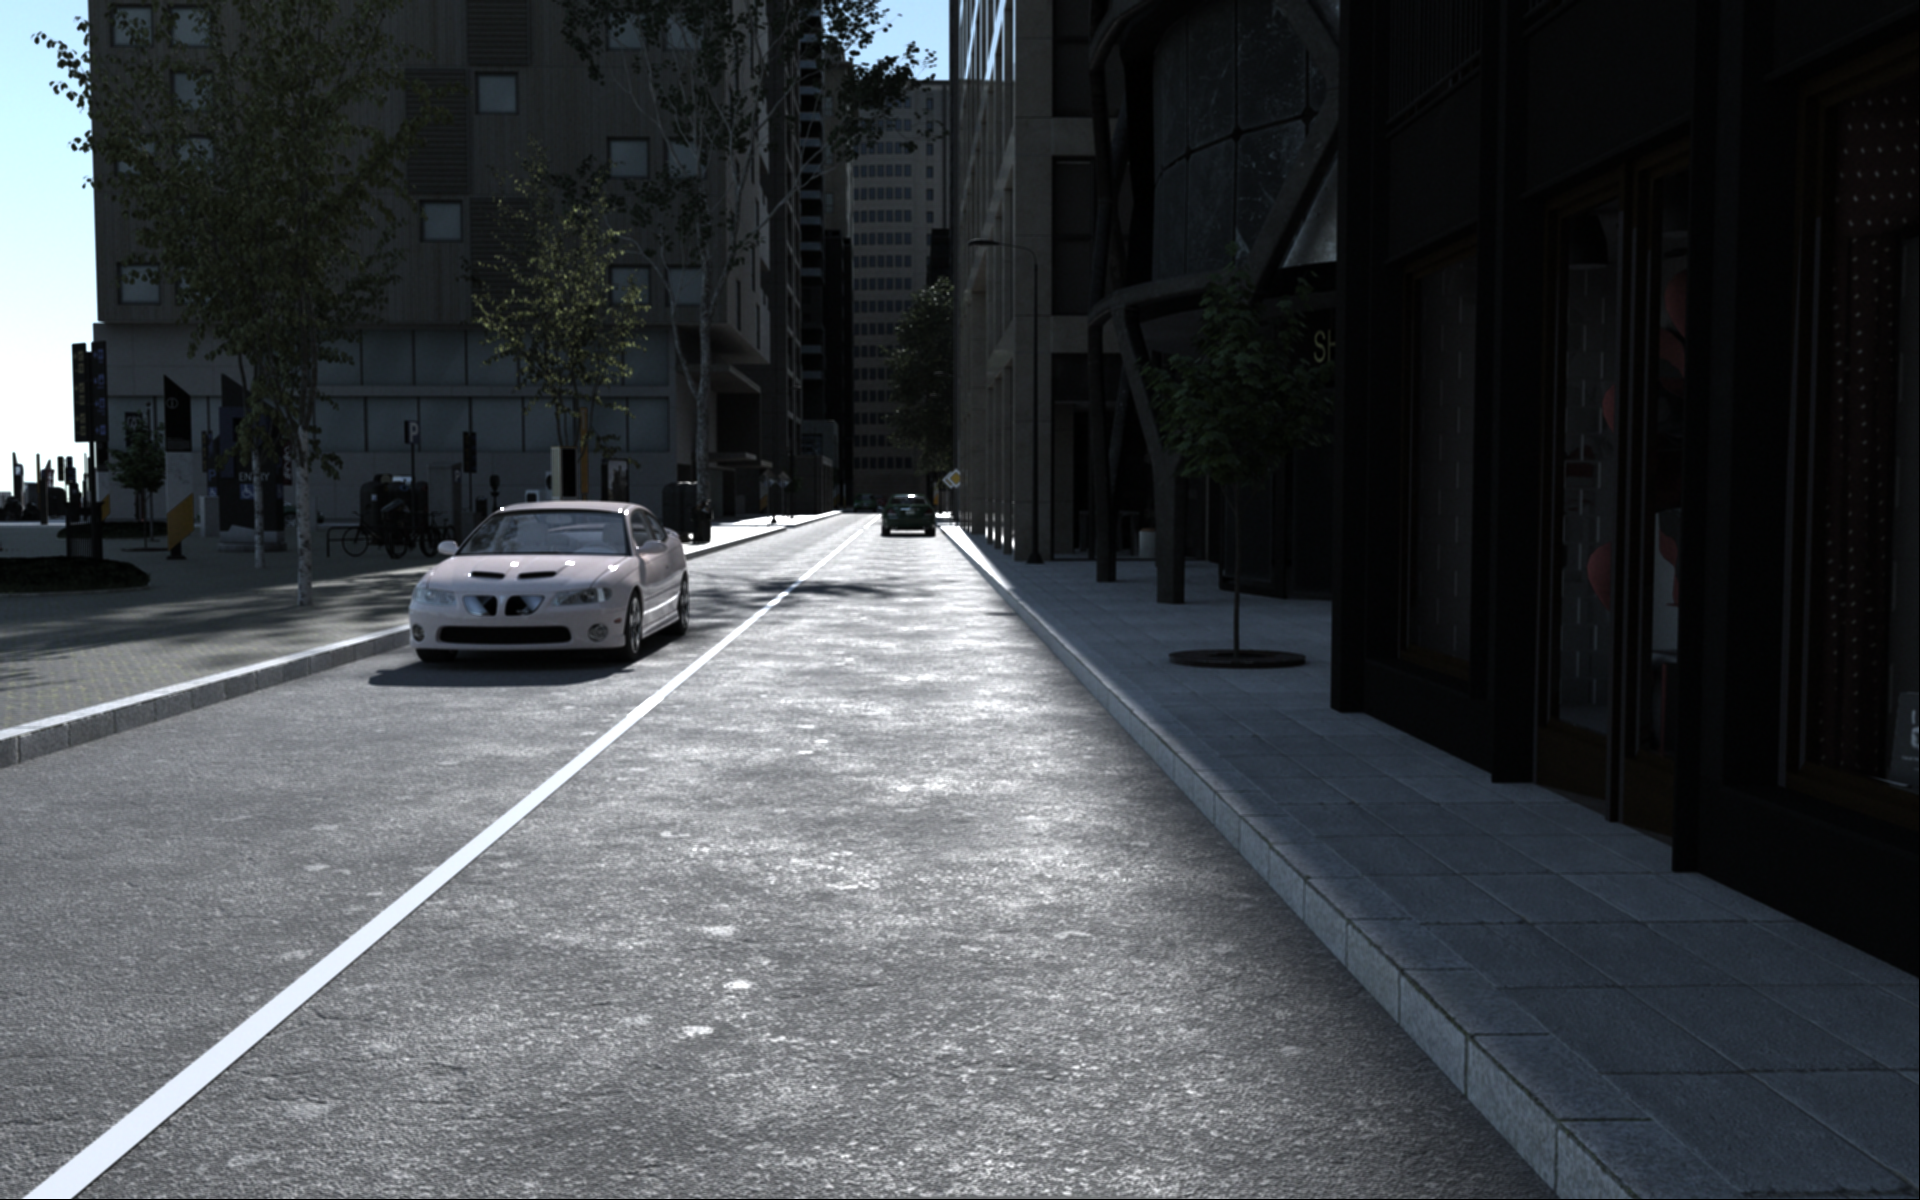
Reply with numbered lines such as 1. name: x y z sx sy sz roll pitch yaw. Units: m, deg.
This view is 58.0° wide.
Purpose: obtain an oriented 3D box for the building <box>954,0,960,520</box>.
1. building: 14.038 -33.046 82.307 28.212 58.520 21.231 0 4 -2

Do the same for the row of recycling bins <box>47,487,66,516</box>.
1. row of recycling bins: -53.109 -5.781 101.638 1.069 1.692 3.534 -1 4 -20

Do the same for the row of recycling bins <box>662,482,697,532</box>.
1. row of recycling bins: -9.575 -3.251 60.265 1.069 1.692 3.534 -2 4 -25

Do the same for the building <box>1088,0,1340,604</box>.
1. building: 10.128 -9.578 24.050 16.820 18.784 16.811 0 4 -2

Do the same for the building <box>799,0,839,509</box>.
1. building: -22.584 -52.012 163.068 22.319 86.520 31.000 0 4 -2

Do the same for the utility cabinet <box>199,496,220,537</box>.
1. utility cabinet: -22.373 -2.511 52.223 0.306 1.237 1.020 2 4 33

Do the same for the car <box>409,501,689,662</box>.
1. car: -3.709 -0.241 16.305 2.083 1.381 4.827 0 4 0

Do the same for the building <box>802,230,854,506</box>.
1. building: -18.835 -25.426 187.417 14.160 30.474 14.107 0 4 -2

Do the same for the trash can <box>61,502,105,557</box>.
1. trash can: -16.340 -1.263 32.311 0.748 1.137 0.748 0 3 0

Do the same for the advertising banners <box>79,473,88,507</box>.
1. advertising banners: -74.055 -9.139 145.615 0.090 3.025 2.074 1 4 19

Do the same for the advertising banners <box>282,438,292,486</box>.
1. advertising banners: -21.456 -3.521 53.754 0.090 3.025 2.074 2 4 27

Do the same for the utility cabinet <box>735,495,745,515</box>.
1. utility cabinet: -13.694 -5.805 106.071 1.020 1.237 0.306 0 4 -6

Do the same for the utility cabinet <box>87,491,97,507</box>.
1. utility cabinet: -62.148 -7.052 123.984 0.318 1.500 1.173 -1 4 -11

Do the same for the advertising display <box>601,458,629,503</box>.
1. advertising display: -6.199 -1.588 31.176 0.123 1.923 0.974 1 4 12

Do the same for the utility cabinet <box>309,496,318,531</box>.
1. utility cabinet: -22.700 -3.031 60.719 0.306 1.237 1.020 -1 4 -19

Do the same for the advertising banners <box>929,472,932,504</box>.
1. advertising banners: -2.336 -8.615 137.048 0.090 3.025 2.074 0 4 -5

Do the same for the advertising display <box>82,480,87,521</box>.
1. advertising display: -41.751 -4.736 82.645 0.123 1.923 0.974 -2 4 -24

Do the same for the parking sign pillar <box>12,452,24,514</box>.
1. parking sign pillar: -60.654 -7.530 111.580 1.447 3.967 1.447 -1 4 -21

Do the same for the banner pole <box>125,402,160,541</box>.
1. banner pole: -22.113 -3.472 46.790 0.401 3.779 0.863 3 5 41

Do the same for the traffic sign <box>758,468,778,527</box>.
1. traffic sign: -7.391 -3.860 66.761 0.795 2.450 0.064 0 4 -2

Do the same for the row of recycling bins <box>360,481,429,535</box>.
1. row of recycling bins: -17.797 -2.992 56.035 1.069 1.692 3.534 3 4 37

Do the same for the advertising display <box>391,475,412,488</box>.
1. advertising display: -18.940 -3.287 58.960 0.974 1.923 0.123 2 4 26

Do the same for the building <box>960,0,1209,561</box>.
1. building: 10.107 -14.986 49.543 19.350 26.468 34.151 0 4 -2

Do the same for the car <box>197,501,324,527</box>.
1. car: -28.544 -3.608 70.794 4.920 1.459 2.131 0 4 -3

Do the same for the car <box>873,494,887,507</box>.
1. car: -8.177 -9.713 167.847 2.155 1.783 4.494 0 4 -4

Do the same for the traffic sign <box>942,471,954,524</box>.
1. traffic sign: -0.397 -4.361 74.945 0.795 2.450 0.064 0 4 -2

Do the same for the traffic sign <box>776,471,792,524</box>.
1. traffic sign: -7.638 -4.349 74.742 0.795 2.450 0.064 0 4 -2

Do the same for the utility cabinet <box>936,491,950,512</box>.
1. utility cabinet: -1.314 -7.071 124.292 1.173 1.500 0.318 -2 4 -27

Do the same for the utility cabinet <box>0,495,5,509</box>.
1. utility cabinet: -60.916 -6.017 109.539 1.020 1.237 0.306 1 4 11

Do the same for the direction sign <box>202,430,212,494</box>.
1. direction sign: -26.907 -4.280 61.980 0.379 3.537 0.876 -3 5 -45

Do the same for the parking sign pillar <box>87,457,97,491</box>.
1. parking sign pillar: -63.642 -8.486 127.216 1.447 3.967 1.447 -1 4 -12

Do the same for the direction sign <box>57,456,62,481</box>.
1. direction sign: -53.686 -6.850 103.987 0.876 3.537 0.379 0 4 -2

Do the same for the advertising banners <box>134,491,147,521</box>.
1. advertising banners: -29.909 -4.107 63.329 0.090 3.025 2.074 -3 5 -39

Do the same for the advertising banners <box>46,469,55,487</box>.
1. advertising banners: -64.569 -7.659 121.413 2.074 3.025 0.090 -1 4 -17

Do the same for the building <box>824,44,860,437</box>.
1. building: -26.235 -37.968 210.016 27.495 52.752 28.713 0 4 -2

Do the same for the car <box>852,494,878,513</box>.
1. car: -7.417 -7.734 135.240 1.959 1.807 4.718 0 4 -3

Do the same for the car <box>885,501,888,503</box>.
1. car: -4.063 -6.302 115.620 1.945 1.354 3.894 0 4 -1

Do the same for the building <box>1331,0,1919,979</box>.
1. building: 8.613 -10.538 1.976 12.332 23.373 15.834 0 4 -2

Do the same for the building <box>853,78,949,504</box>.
1. building: -8.355 -42.881 243.104 28.212 58.520 21.231 0 4 -2

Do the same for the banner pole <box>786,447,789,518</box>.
1. banner pole: -9.080 -6.188 91.187 0.401 3.779 0.863 0 4 -4

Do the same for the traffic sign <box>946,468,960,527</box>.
1. traffic sign: -0.149 -3.873 66.964 0.795 2.450 0.064 0 4 -2

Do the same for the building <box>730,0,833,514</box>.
1. building: -19.236 -41.557 117.703 20.563 71.187 20.611 0 4 -2

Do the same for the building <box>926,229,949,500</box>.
1. building: 3.772 -25.598 190.222 14.160 30.474 14.107 0 4 -2

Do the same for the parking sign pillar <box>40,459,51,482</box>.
1. parking sign pillar: -70.651 -8.895 133.911 1.447 3.967 1.447 -1 4 -12

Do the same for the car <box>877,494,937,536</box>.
1. car: -1.834 -3.013 61.062 2.131 1.459 4.920 0 4 -4

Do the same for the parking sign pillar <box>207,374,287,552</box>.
1. parking sign pillar: -15.869 -3.074 38.739 1.447 3.967 1.447 0 4 2

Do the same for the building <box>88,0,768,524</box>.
1. building: -23.828 -30.390 86.116 28.713 52.752 27.495 0 4 -2

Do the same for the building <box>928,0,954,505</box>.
1. building: 7.176 -44.862 171.749 20.563 71.187 20.611 0 4 -2

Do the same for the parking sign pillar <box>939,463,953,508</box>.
1. parking sign pillar: -1.063 -8.662 130.103 1.447 3.967 1.447 -2 4 -34
